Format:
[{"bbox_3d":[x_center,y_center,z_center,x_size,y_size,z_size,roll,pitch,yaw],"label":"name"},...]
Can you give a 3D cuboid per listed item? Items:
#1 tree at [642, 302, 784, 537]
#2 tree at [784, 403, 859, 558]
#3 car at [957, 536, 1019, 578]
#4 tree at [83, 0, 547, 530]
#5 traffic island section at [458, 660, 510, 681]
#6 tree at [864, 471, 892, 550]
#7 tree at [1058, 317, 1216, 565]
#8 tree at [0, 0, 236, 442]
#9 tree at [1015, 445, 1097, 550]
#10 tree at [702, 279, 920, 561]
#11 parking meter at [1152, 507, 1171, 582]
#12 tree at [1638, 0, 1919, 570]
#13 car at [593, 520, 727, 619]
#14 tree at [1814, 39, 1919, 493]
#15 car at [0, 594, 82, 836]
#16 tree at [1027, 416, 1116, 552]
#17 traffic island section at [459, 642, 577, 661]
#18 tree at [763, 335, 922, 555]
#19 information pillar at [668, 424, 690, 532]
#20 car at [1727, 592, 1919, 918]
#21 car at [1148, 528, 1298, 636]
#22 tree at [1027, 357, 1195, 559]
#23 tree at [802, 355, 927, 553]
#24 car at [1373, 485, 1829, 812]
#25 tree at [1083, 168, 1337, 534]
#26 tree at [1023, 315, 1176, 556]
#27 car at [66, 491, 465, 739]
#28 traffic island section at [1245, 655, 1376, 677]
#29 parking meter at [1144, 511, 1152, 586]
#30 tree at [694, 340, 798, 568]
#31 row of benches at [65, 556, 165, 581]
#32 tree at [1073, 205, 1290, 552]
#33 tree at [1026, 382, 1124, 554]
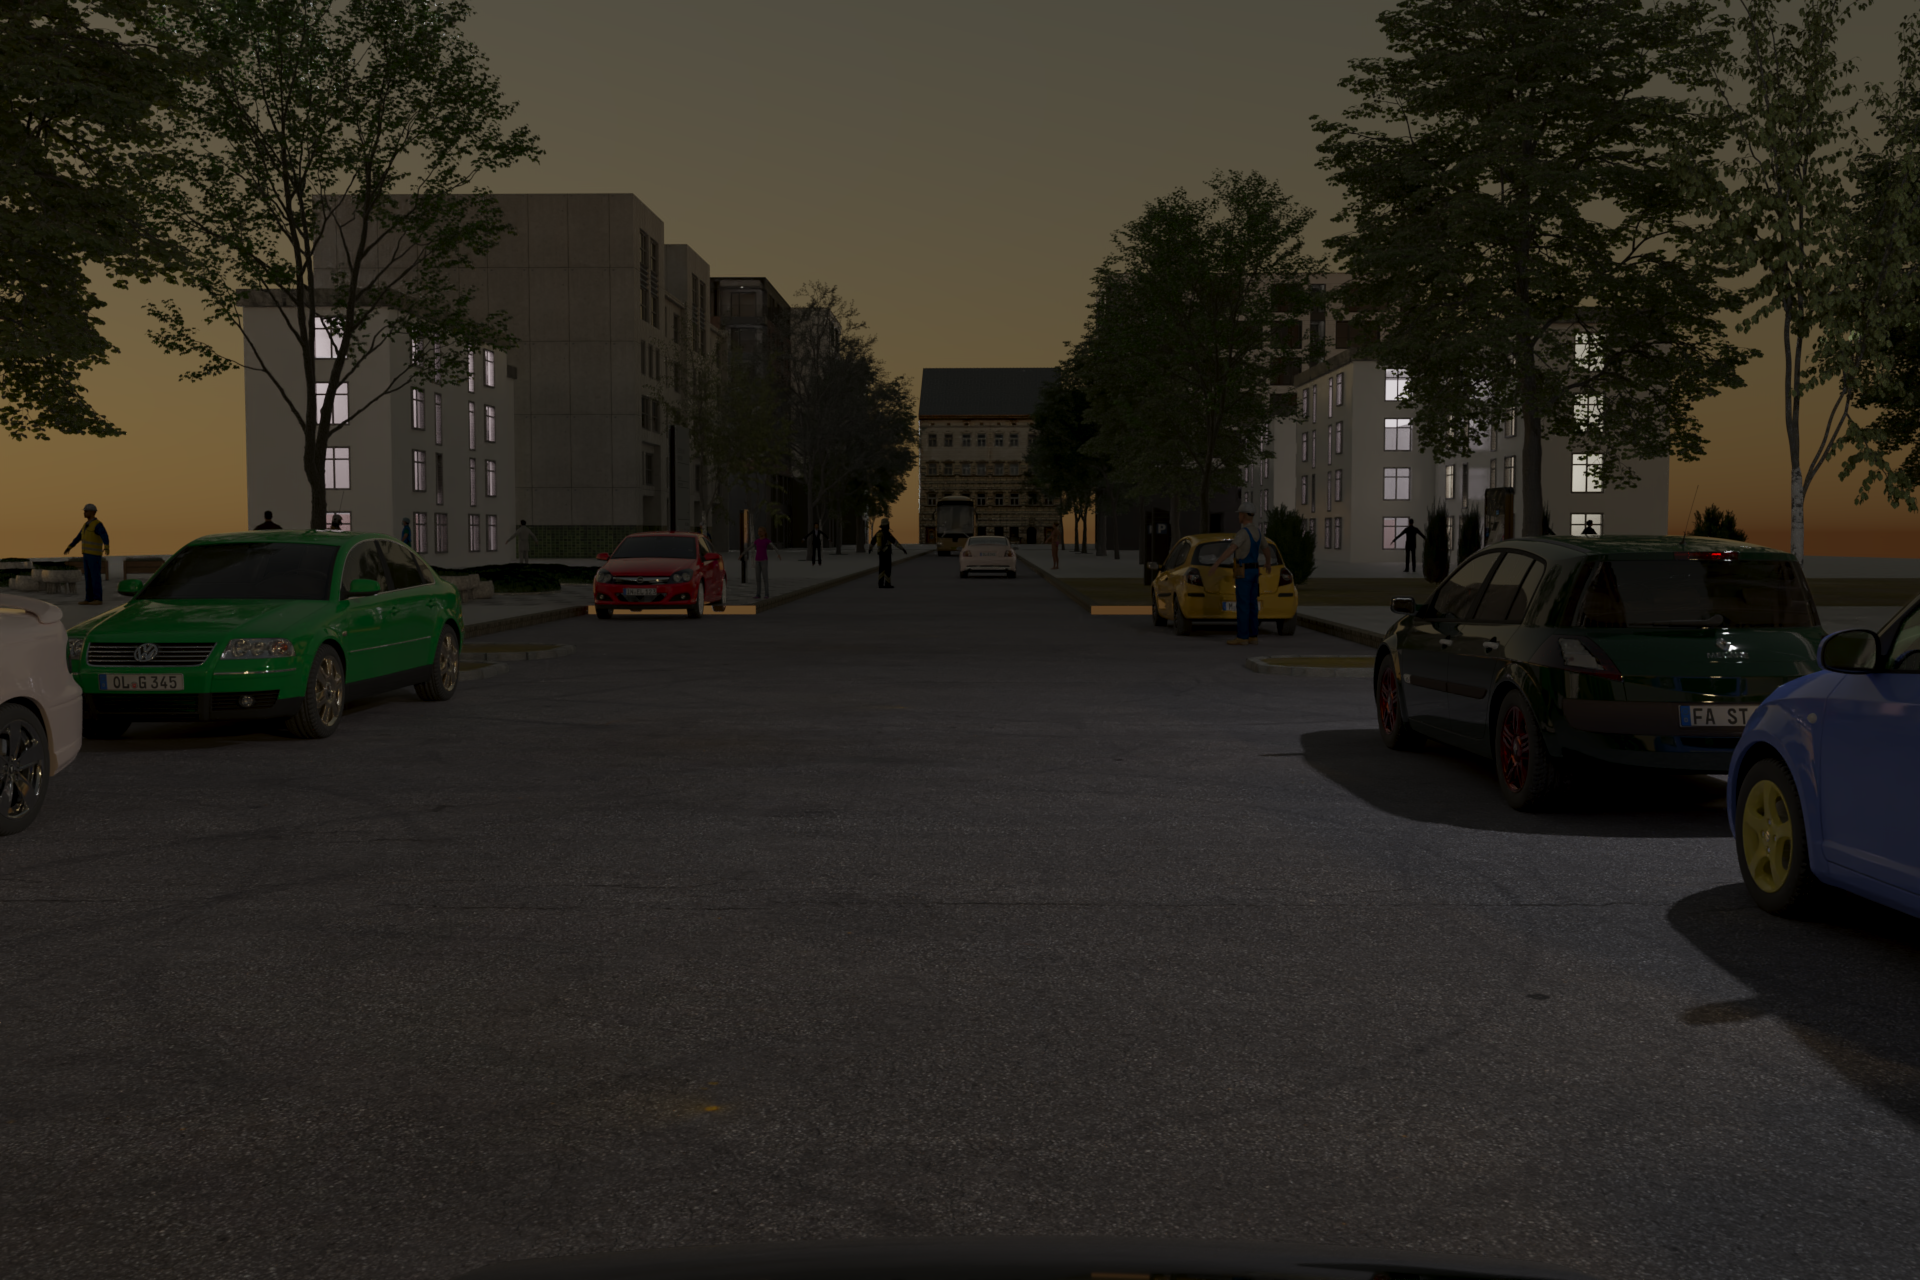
[{"bbox_3d":[-8.487,-6.451,55.832,4.360,8.622,3.978,0,3,0],"label":"tree"},{"bbox_3d":[-7.458,-8.727,93.052,4.360,8.622,3.978,0,3,0],"label":"tree"},{"bbox_3d":[0.918,-2.753,57.376,2.083,1.381,4.827,0,4,1],"label":"car"},{"bbox_3d":[-10.973,-6.343,29.457,9.928,11.665,9.643,0,3,0],"label":"tree"},{"bbox_3d":[-5.691,0.325,17.560,1.991,0.108,1.994,0,4,2],"label":"traffic island section"},{"bbox_3d":[-6.992,-11.196,133.418,4.360,8.622,3.978,0,3,0],"label":"tree"},{"bbox_3d":[7.393,-8.438,72.378,7.601,10.594,8.767,-3,5,-42],"label":"tree"},{"bbox_3d":[-11.922,-6.175,19.086,7.486,12.596,7.792,0,3,0],"label":"tree"},{"bbox_3d":[7.785,-12.321,135.854,7.601,10.594,8.767,0,4,4],"label":"tree"},{"bbox_3d":[-7.054,-10.538,82.668,12.009,13.543,11.850,0,3,0],"label":"tree"},{"bbox_3d":[4.339,-1.932,37.302,0.399,1.863,0.255,0,4,-1],"label":"parking meter"},{"bbox_3d":[9.754,-4.229,19.509,4.737,8.622,4.395,0,3,0],"label":"tree"},{"bbox_3d":[-5.257,-1.323,30.677,2.155,1.783,4.494,0,4,0],"label":"car"},{"bbox_3d":[24.279,-8.119,39.407,9.857,13.997,8.962,0,3,0],"label":"tree"},{"bbox_3d":[-5.437,0.332,6.937,2.083,1.381,4.827,0,4,1],"label":"car"},{"bbox_3d":[8.518,-12.171,124.749,9.928,11.665,9.643,0,3,0],"label":"tree"},{"bbox_3d":[-5.649,0.144,20.517,1.991,0.108,1.994,0,4,1],"label":"traffic island section"},{"bbox_3d":[-7.467,-12.008,106.700,12.009,13.543,11.850,0,3,0],"label":"tree"},{"bbox_3d":[-6.146,-2.853,37.963,0.184,3.620,1.656,0,4,1],"label":"information pillar"},{"bbox_3d":[3.836,0.257,5.391,1.945,1.707,3.694,0,4,1],"label":"car"},{"bbox_3d":[3.867,-0.954,25.824,2.015,1.641,3.980,0,4,-1],"label":"car"},{"bbox_3d":[7.882,-9.364,87.515,8.767,10.594,7.601,-1,4,-14],"label":"tree"},{"bbox_3d":[-6.902,-13.041,119.877,9.857,13.997,8.962,0,3,0],"label":"tree"},{"bbox_3d":[3.699,-0.033,10.322,2.009,1.686,4.222,0,4,0],"label":"car"},{"bbox_3d":[7.124,-7.567,49.475,9.928,11.665,9.643,0,3,0],"label":"tree"},{"bbox_3d":[8.192,-11.876,100.833,9.857,13.997,8.962,0,3,0],"label":"tree"},{"bbox_3d":[-5.280,-0.289,13.522,1.959,1.807,4.718,0,4,1],"label":"car"},{"bbox_3d":[4.069,0.279,18.306,1.991,0.108,1.994,0,4,1],"label":"traffic island section"},{"bbox_3d":[4.789,-2.290,43.148,0.399,1.863,0.255,0,4,-1],"label":"parking meter"},{"bbox_3d":[-7.893,-7.025,65.223,4.737,8.622,4.395,0,3,0],"label":"tree"},{"bbox_3d":[-22.903,-2.017,48.438,4.104,0.672,1.422,-2,4,-25],"label":"row of benches"},{"bbox_3d":[7.593,-8.689,60.189,7.486,12.596,7.792,0,3,0],"label":"tree"},{"bbox_3d":[8.078,-11.460,113.122,9.928,11.665,9.643,0,3,0],"label":"tree"}]
